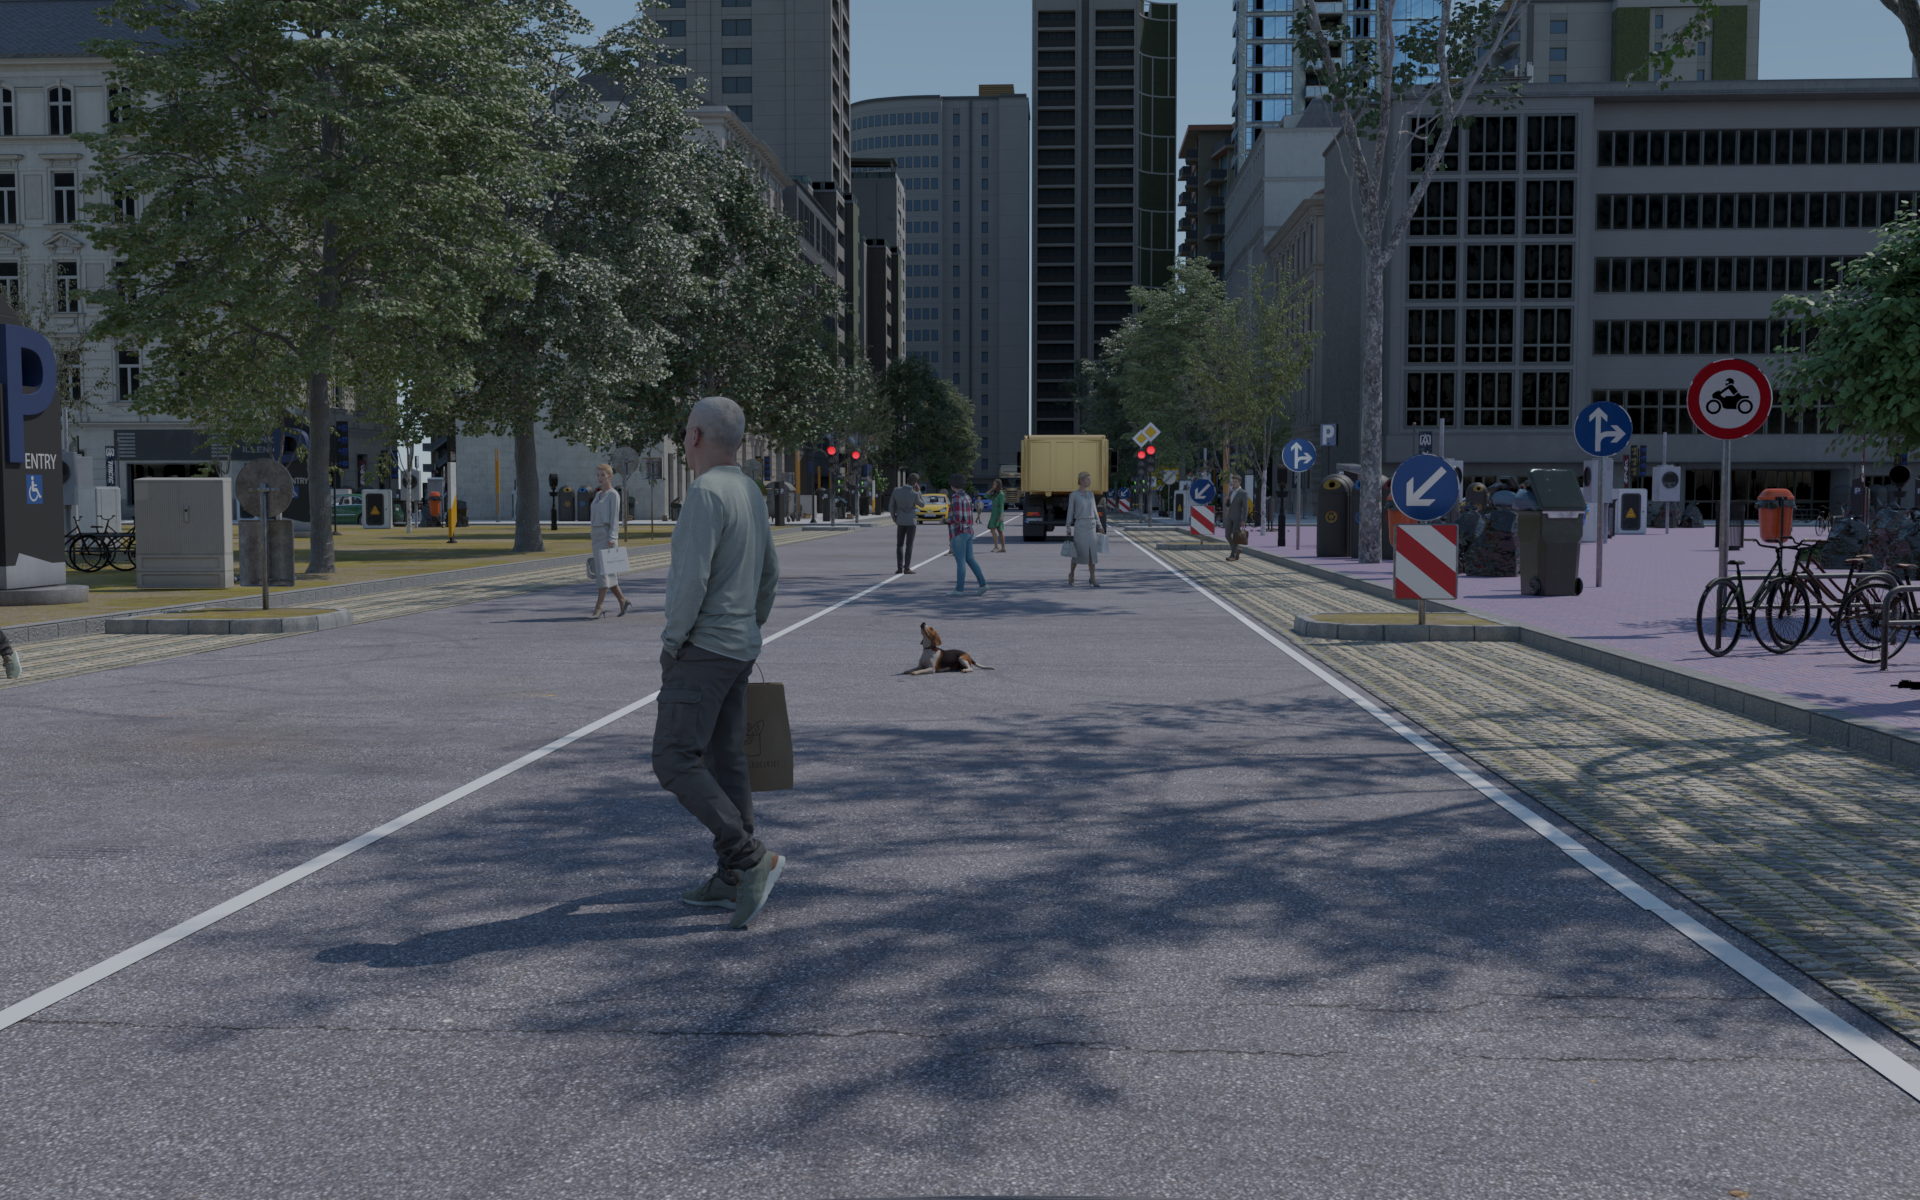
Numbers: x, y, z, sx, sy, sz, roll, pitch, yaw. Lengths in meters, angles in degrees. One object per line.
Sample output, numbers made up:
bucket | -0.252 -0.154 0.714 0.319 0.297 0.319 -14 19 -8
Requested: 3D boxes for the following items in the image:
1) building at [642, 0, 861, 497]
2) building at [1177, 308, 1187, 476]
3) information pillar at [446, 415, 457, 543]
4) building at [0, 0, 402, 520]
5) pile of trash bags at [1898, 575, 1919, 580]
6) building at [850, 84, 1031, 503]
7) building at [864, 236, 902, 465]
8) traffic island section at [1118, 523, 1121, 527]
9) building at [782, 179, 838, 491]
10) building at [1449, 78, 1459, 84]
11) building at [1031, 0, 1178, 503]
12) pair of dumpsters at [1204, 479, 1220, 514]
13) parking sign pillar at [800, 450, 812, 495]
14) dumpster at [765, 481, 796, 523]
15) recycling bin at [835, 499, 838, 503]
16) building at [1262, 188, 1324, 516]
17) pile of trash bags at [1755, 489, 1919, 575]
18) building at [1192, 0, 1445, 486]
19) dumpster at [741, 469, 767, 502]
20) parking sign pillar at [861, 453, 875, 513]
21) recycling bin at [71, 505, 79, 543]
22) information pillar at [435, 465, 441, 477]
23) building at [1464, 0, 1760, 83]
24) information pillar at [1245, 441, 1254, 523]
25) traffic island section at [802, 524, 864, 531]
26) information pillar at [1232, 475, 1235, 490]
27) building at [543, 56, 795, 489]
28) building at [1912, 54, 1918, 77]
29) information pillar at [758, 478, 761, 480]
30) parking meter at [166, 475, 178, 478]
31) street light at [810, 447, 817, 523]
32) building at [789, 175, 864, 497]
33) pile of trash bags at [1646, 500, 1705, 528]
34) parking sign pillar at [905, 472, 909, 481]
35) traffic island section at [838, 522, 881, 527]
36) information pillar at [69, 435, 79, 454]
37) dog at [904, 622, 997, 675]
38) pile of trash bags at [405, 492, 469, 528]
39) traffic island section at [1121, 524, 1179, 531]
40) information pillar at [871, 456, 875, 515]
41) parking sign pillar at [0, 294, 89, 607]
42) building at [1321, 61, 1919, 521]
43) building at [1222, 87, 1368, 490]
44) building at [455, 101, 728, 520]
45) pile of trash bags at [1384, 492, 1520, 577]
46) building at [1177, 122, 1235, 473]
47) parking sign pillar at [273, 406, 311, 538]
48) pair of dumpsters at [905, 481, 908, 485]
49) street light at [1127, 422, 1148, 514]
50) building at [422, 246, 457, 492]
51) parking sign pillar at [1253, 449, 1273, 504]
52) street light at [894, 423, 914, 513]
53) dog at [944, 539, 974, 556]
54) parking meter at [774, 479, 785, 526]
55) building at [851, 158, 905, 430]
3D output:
building | -19.643 -45.132 176.161 20.563 71.187 20.611 0 4 3
building | 38.303 -29.125 247.896 14.107 30.474 14.160 0 4 3
information pillar | -13.250 -3.289 45.136 0.183 3.616 0.504 0 3 0
building | -54.617 -19.407 93.720 44.131 29.872 17.030 0 4 3
pile of trash bags | 15.754 -0.977 25.734 3.447 1.369 1.912 0 4 -4
building | -3.947 -43.472 252.758 28.212 58.520 21.231 0 4 3
building | -14.090 -25.855 194.433 14.160 30.474 14.107 0 4 3
traffic island section | 7.907 -3.258 75.543 2.009 0.180 2.903 0 4 3
building | -18.168 -21.016 137.118 14.314 27.812 24.014 0 4 3
building | 60.441 -43.248 249.100 28.212 58.520 21.231 0 4 3
building | 20.792 -49.675 250.433 20.611 71.187 20.563 0 4 3
pair of dumpsters | 12.820 -5.449 91.584 1.574 2.255 4.437 0 4 3
parking sign pillar | -9.512 -7.216 106.452 1.447 3.967 1.447 -2 4 -28
dumpster | -8.195 -4.460 78.682 1.264 1.857 1.865 0 4 3
recycling bin | -6.613 -4.847 91.807 0.722 1.027 0.722 -3 4 -38
building | 26.025 -16.712 109.398 11.583 22.565 21.152 0 4 3
pile of trash bags | 15.212 -1.194 29.282 3.447 1.369 1.912 0 4 1
building | 35.578 -52.489 170.862 22.319 86.520 31.000 0 4 3
dumpster | -8.120 -3.812 64.818 1.502 2.255 1.985 0 4 4
parking sign pillar | -6.086 -7.667 113.834 1.447 3.967 1.447 1 4 21
recycling bin | -23.342 -2.030 45.742 0.722 1.027 0.722 1 4 20
information pillar | -41.543 -8.961 137.859 0.504 3.616 0.183 -3 4 -39
building | 75.338 -40.452 203.384 28.212 58.520 21.231 0 4 3
information pillar | 12.691 -5.176 75.976 0.504 3.616 0.183 -3 5 -43
traffic island section | -5.035 -2.815 68.313 2.009 0.180 2.903 0 4 3
information pillar | 10.641 -3.869 67.757 0.304 2.012 0.304 -1 4 -10
building | -19.399 -19.939 113.386 14.401 28.519 23.554 0 4 3
building | 59.516 -16.329 84.993 19.932 24.808 12.078 0 4 3
information pillar | -9.072 -4.450 77.256 0.304 2.012 0.304 -1 4 -23
parking meter | -24.687 -2.964 54.177 0.399 1.863 0.255 1 4 19
street light | -5.923 -6.335 76.120 1.470 5.913 1.316 0 4 3
building | -17.028 -23.730 159.693 14.160 30.474 14.107 0 4 3
pile of trash bags | 26.285 -3.415 65.596 3.447 1.369 1.912 -1 4 -16
parking sign pillar | -4.409 -9.616 145.700 1.447 3.967 1.447 1 4 12
traffic island section | -4.563 -3.303 76.284 2.009 0.180 2.903 0 4 3
information pillar | -35.316 -4.757 69.126 0.504 3.616 0.183 1 4 20
dog | -0.071 0.384 13.921 0.748 0.427 0.550 0 4 2
pile of trash bags | -20.013 -3.493 66.861 1.912 1.369 3.447 -1 4 -8
traffic island section | 7.435 -2.770 67.572 2.009 0.180 2.903 0 4 3
information pillar | -5.315 -7.039 106.444 0.183 3.616 0.504 0 4 7
parking sign pillar | -11.083 -1.948 20.320 1.447 3.967 1.447 0 4 1
building | 34.692 -16.487 88.624 30.058 24.678 14.314 0 4 3
building | 27.302 -21.840 134.579 11.434 29.767 29.804 0 4 3
building | -19.186 -14.583 93.178 10.420 20.320 16.860 0 4 3
pile of trash bags | 7.873 -1.073 27.289 3.447 1.369 1.912 -3 5 -40
building | 36.786 -33.498 202.321 22.147 44.769 28.867 0 4 3
parking sign pillar | -19.531 -3.824 50.987 1.447 3.967 1.447 1 4 13
pair of dumpsters | -4.387 -7.747 129.156 1.574 2.255 4.437 0 4 3
street light | 11.493 -8.538 112.144 1.470 5.913 1.316 0 4 3
building | -57.658 -34.569 215.315 14.200 45.320 14.600 0 4 3
parking sign pillar | 17.728 -6.937 101.898 1.447 3.967 1.447 -2 4 -25
street light | -3.714 -8.618 113.449 1.470 5.913 1.316 0 4 3
dog | -0.011 -1.231 40.325 0.748 0.427 0.550 0 4 0
parking meter | -7.217 -3.887 69.269 0.255 1.863 0.399 2 4 35
building | -13.925 -32.358 212.645 14.086 41.232 14.154 0 4 3
